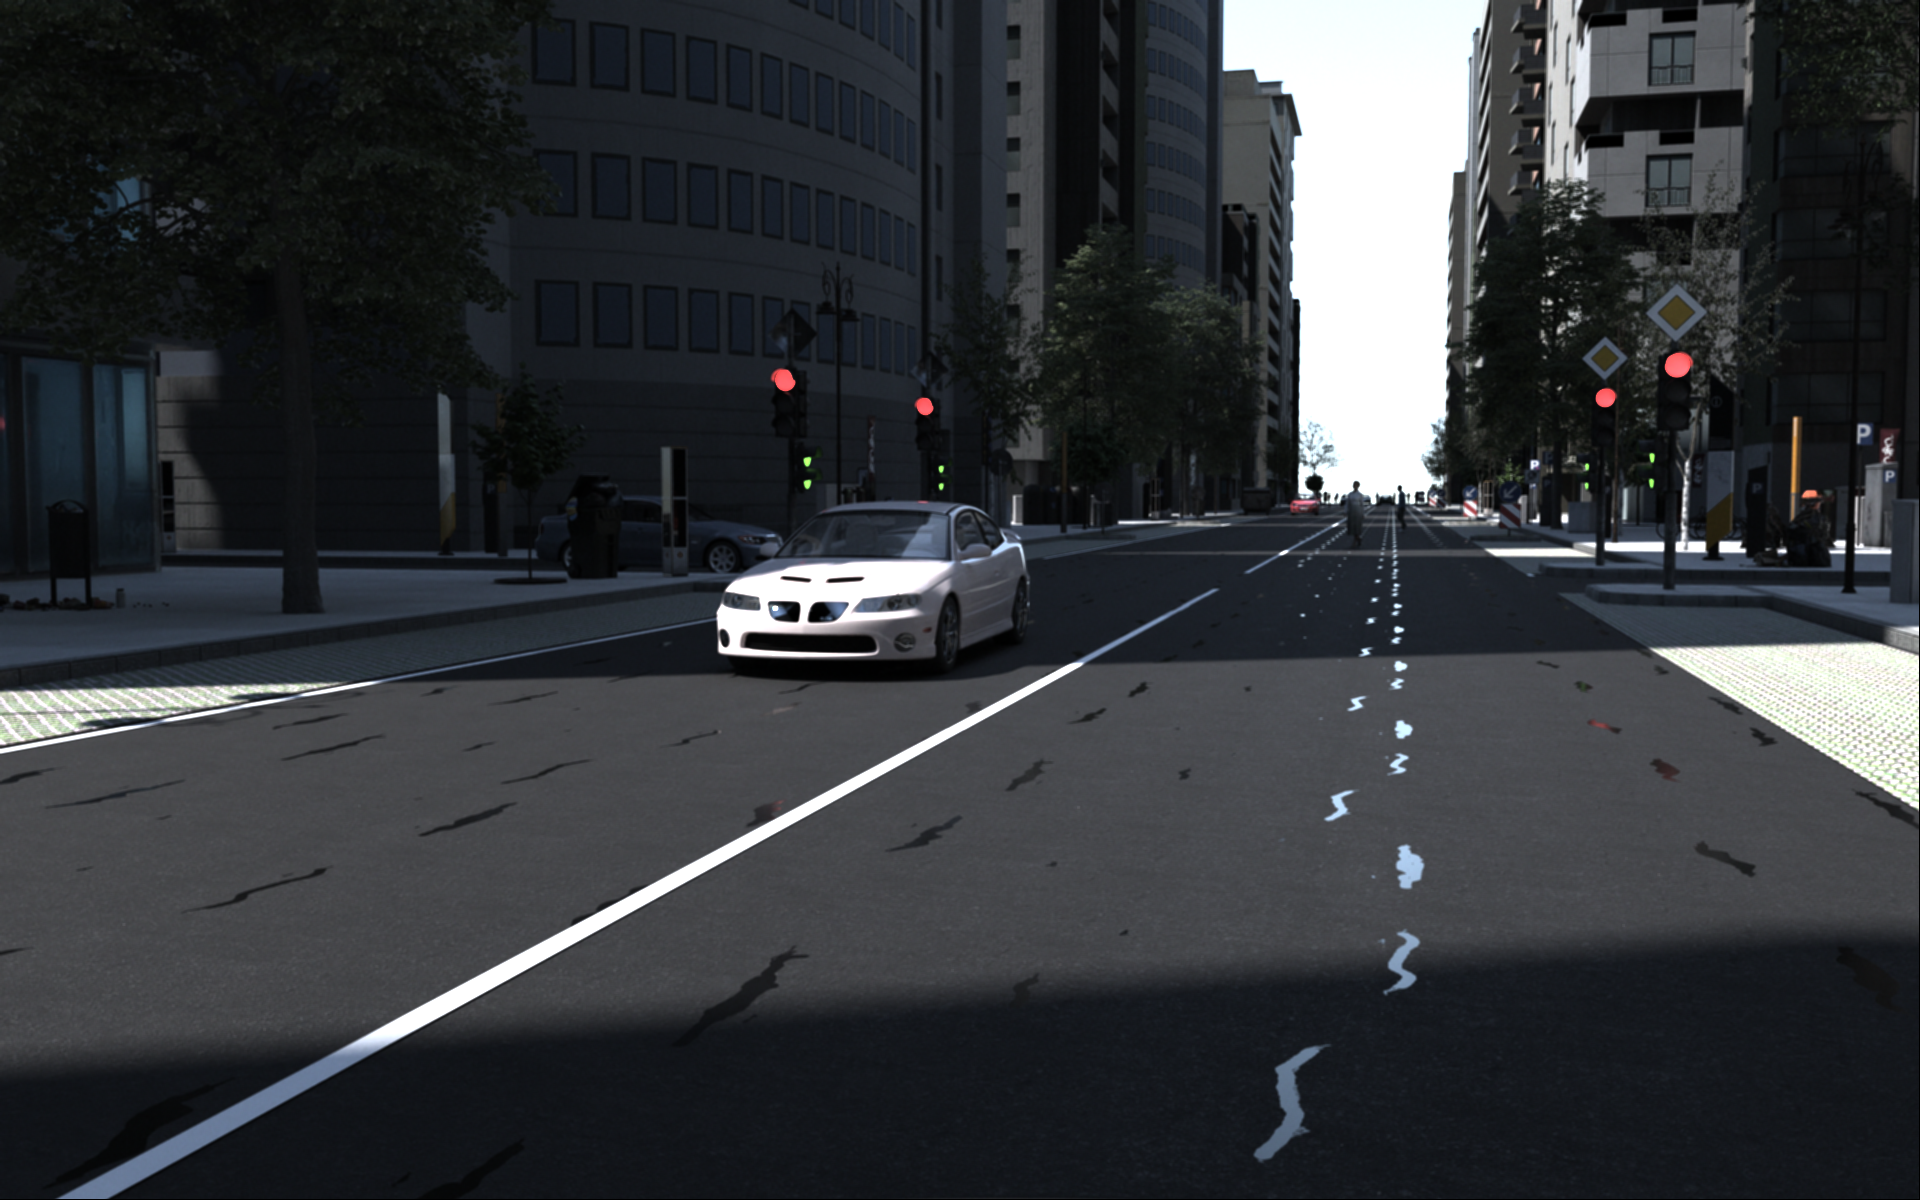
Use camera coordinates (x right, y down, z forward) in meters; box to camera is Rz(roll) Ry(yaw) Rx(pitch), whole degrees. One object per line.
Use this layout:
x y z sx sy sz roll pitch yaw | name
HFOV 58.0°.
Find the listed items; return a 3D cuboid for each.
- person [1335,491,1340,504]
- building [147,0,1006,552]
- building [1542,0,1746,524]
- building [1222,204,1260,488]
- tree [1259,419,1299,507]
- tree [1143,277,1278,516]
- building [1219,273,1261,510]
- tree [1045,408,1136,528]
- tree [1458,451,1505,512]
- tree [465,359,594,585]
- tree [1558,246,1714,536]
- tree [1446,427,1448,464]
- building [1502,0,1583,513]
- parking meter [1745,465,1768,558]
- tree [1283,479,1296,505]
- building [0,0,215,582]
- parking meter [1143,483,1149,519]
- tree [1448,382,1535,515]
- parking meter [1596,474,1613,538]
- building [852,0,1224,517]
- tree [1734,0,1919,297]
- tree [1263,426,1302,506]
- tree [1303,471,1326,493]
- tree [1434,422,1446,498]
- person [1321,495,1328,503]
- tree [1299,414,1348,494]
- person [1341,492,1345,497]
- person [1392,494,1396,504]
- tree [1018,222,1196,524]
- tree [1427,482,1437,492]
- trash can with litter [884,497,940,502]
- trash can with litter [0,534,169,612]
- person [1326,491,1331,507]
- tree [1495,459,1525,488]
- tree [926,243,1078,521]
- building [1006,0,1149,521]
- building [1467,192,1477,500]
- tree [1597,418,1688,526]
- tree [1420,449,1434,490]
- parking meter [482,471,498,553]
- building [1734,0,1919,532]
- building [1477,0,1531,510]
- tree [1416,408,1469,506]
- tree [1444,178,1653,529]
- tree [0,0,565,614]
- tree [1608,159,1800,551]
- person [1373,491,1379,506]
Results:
56.981 -15.474 261.371 0.709 1.838 0.599 2 4 34 | person
-11.852 -31.151 51.319 21.231 58.520 28.212 1 4 14 | building
44.157 -30.342 85.334 28.713 52.752 27.495 1 4 14 | building
22.149 -24.515 172.528 14.160 30.474 14.107 1 4 14 | building
31.681 -13.529 171.566 4.360 8.622 3.978 0 3 0 | tree
13.336 -11.915 101.468 9.857 13.997 8.962 0 3 0 | tree
11.411 -18.830 152.904 27.650 21.520 28.899 1 4 14 | building
4.962 -5.031 65.963 4.285 4.588 4.351 0 3 0 | tree
37.699 -8.660 125.303 4.285 4.588 4.351 0 3 0 | tree
-6.353 -1.859 24.989 1.663 3.219 1.824 0 3 0 | tree
20.275 -6.233 52.280 4.737 8.622 4.395 0 3 0 | tree
34.913 -10.123 115.871 4.360 8.622 3.978 0 3 0 | tree
50.623 -28.603 122.276 22.147 44.769 28.867 1 4 14 | building
15.994 -1.779 34.805 0.399 1.863 0.255 2 4 26 | parking meter
38.835 -12.900 205.513 1.663 3.219 1.824 0 3 0 | tree
-27.777 -24.536 20.772 30.456 49.044 23.786 1 4 14 | building
9.620 -5.126 89.523 0.255 1.863 0.399 -1 4 -9 | parking meter
33.278 -9.622 107.683 4.360 8.622 3.978 0 3 0 | tree
18.747 -2.731 50.371 0.399 1.863 0.255 -2 4 -23 | parking meter
6.858 -35.568 123.533 21.231 58.520 28.212 1 4 14 | building
10.622 -4.898 14.495 8.767 10.594 7.601 2 4 28 | tree
33.684 -14.190 182.363 4.737 8.622 4.395 0 3 0 | tree
51.519 -16.372 251.392 4.285 4.588 4.351 0 3 0 | tree
39.072 -11.207 133.593 4.360 8.622 3.978 0 3 0 | tree
50.608 -14.150 239.942 1.348 1.812 0.705 3 5 41 | person
53.426 -21.509 262.034 12.009 13.543 11.850 0 3 0 | tree
55.101 -14.619 248.309 1.217 1.735 0.721 -1 4 -12 | person
64.765 -15.218 258.003 1.217 1.739 0.721 2 4 26 | person
6.289 -9.490 73.286 7.486 12.596 7.792 0 3 0 | tree
67.521 -15.467 247.480 1.663 3.219 1.824 0 3 0 | tree
-0.941 -2.208 47.160 1.678 1.210 2.233 2 4 24 | trash can with litter
-10.286 -0.522 19.591 2.233 1.210 1.678 1 4 19 | trash can with litter
40.920 -11.187 192.226 0.721 1.723 1.217 2 4 29 | person
30.107 -6.141 95.012 1.663 3.219 1.824 0 3 0 | tree
1.185 -6.189 51.557 4.737 8.622 4.395 0 3 0 | tree
1.434 -19.261 86.620 14.160 30.474 14.107 1 4 14 | building
56.143 -24.110 165.895 14.160 30.474 14.107 1 4 14 | building
27.532 -5.276 69.980 4.285 4.588 4.351 0 3 0 | tree
59.372 -16.103 213.646 4.360 8.622 3.978 0 3 0 | tree
-10.137 -1.951 37.610 0.399 1.863 0.255 1 4 9 | parking meter
33.657 -17.504 57.886 14.160 30.474 14.107 1 4 14 | building
55.441 -32.015 147.152 21.300 48.544 21.600 1 4 14 | building
53.217 -15.462 187.223 8.767 10.594 7.601 3 5 45 | tree
21.441 -8.862 63.018 7.486 12.596 7.792 0 3 0 | tree
-7.278 -6.106 17.965 7.486 12.596 7.792 0 3 0 | tree
16.639 -5.437 39.265 4.360 8.622 3.978 0 3 0 | tree
48.726 -11.863 202.451 0.705 1.826 1.348 3 5 40 | person
